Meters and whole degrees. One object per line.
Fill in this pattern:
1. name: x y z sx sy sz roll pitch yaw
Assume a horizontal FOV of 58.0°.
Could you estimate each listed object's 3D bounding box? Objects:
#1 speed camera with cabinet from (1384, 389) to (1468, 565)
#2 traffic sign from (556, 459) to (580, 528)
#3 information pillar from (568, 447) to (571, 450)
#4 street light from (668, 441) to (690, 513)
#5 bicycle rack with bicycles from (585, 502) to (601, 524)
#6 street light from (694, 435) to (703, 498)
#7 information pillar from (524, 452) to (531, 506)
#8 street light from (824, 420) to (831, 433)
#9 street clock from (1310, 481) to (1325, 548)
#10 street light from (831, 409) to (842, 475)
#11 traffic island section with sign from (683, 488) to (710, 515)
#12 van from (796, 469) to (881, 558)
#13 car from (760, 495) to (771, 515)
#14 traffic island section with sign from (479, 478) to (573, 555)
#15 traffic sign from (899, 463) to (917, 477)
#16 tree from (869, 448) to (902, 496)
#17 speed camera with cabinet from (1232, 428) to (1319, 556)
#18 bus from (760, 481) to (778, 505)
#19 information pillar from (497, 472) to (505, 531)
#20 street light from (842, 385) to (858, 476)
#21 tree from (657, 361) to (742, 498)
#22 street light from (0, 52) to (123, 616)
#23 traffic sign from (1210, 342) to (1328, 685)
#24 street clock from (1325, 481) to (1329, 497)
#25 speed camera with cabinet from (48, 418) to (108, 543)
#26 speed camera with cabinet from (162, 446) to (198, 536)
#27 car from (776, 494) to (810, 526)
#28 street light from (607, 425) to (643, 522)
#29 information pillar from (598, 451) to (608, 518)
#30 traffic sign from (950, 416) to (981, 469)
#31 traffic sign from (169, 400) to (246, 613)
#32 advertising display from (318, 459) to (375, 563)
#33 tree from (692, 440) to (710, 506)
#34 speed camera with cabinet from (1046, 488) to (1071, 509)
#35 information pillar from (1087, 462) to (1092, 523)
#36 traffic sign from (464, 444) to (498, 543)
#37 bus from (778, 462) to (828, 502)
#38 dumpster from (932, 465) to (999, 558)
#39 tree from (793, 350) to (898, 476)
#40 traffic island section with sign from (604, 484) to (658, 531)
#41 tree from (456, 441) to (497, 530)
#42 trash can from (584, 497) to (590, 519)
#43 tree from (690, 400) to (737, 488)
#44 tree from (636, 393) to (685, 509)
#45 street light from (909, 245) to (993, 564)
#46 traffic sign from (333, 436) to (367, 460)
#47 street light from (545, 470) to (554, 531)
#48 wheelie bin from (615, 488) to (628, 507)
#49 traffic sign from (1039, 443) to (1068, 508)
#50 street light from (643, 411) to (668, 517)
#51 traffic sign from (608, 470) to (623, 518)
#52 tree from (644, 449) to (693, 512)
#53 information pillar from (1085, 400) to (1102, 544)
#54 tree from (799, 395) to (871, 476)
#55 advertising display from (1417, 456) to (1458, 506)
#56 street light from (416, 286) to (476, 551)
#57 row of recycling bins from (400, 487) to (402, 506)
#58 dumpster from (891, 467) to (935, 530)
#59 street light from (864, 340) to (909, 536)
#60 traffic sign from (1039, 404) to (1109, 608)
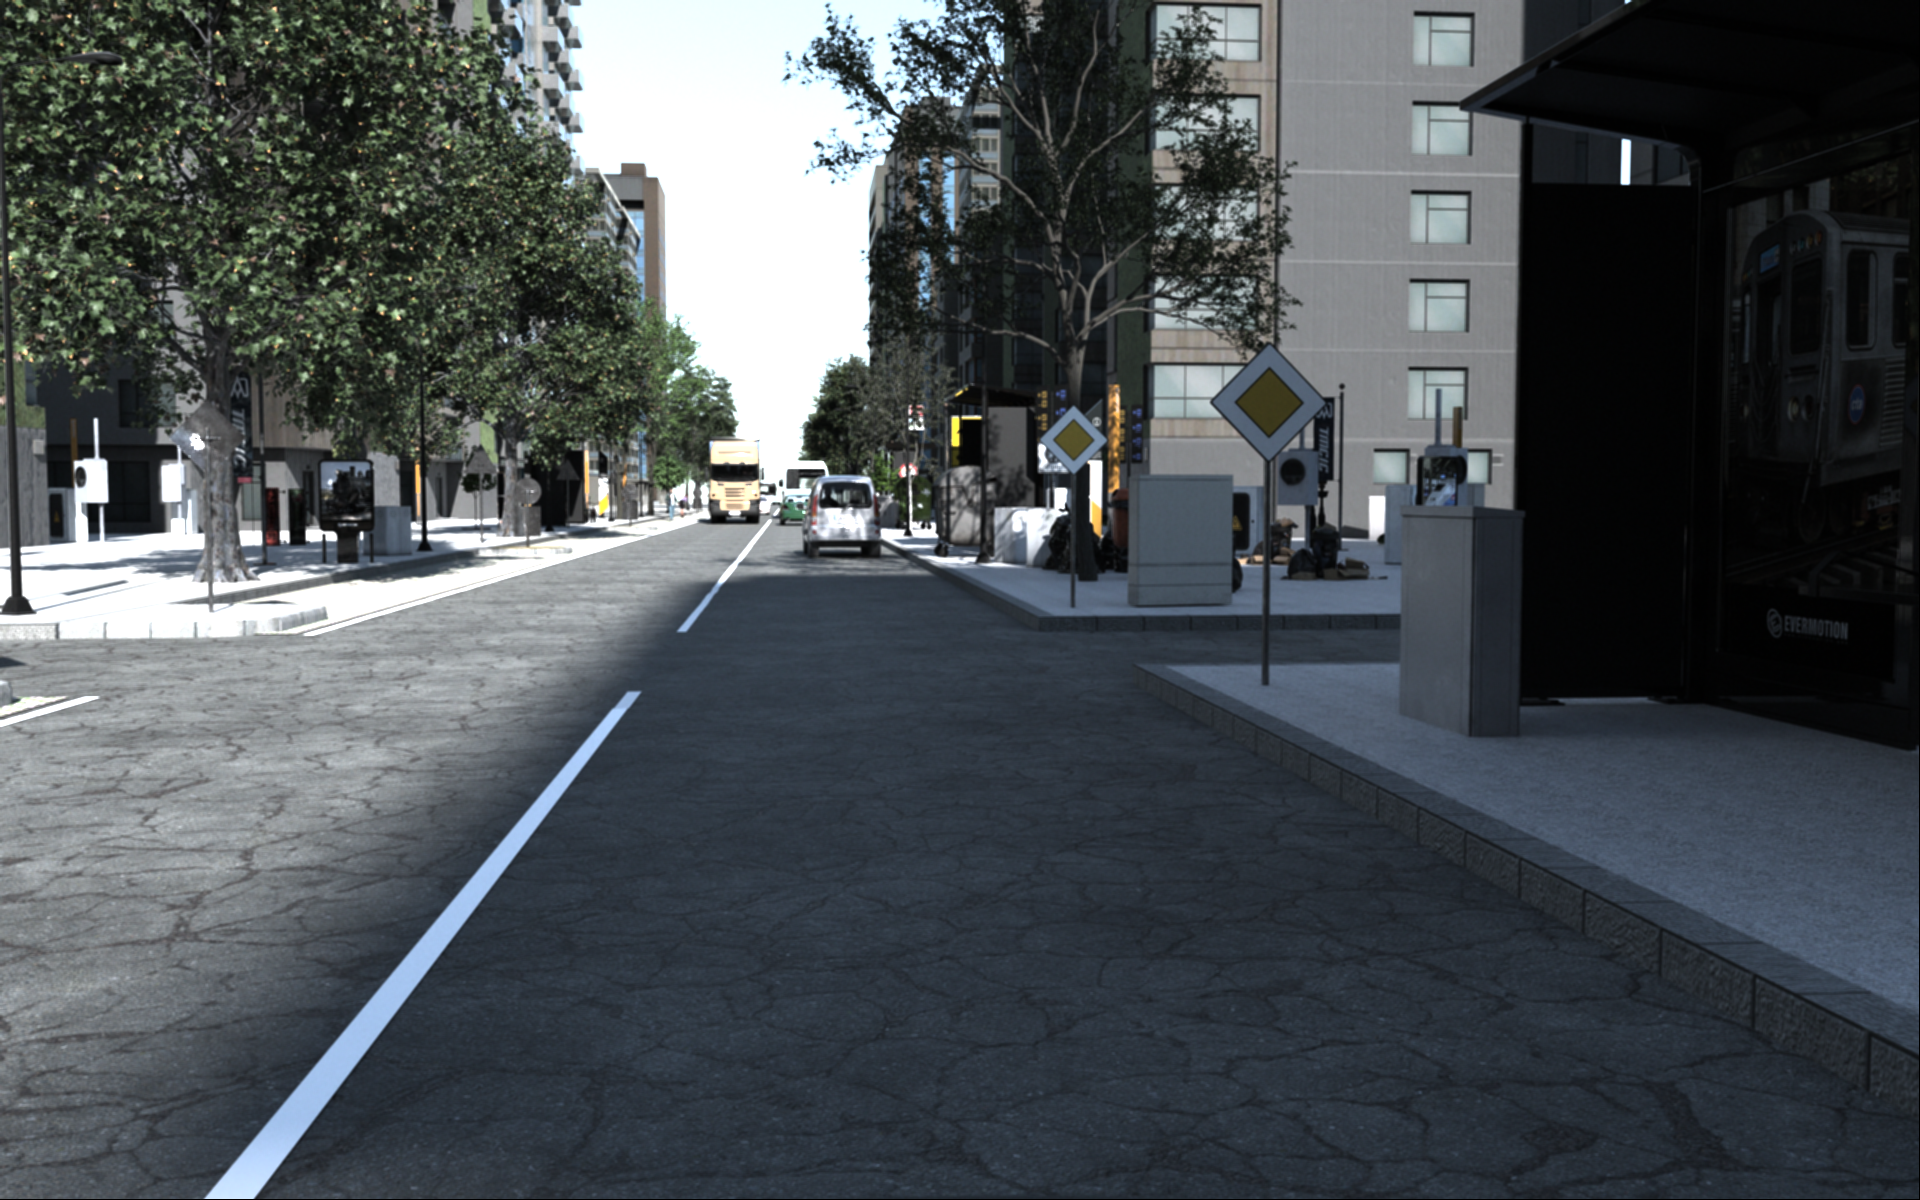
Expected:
1. speed camera with cabinet: 8.635 -2.304 32.000 0.660 3.252 2.038 3 5 45
2. traffic sign: -14.680 -3.966 64.843 0.884 2.594 0.081 0 4 1
3. information pillar: -18.681 -5.559 82.252 0.504 3.616 0.183 -1 4 -17
4. street light: -19.035 -8.774 116.000 1.470 5.913 1.316 0 4 -6
5. bicycle rack with bicycles: -17.035 -3.860 76.499 2.852 0.926 2.925 0 4 3
6. street light: -20.988 -10.061 137.036 1.470 5.913 1.316 0 4 -6
7. information pillar: -23.205 -6.223 93.095 0.504 3.616 0.183 1 4 21
8. street light: -7.617 -8.298 108.208 1.470 5.913 1.316 0 4 -6
9. street clock: 8.361 -2.232 41.057 0.358 2.002 0.471 0 4 4
10. street light: -6.122 -7.445 94.261 1.470 5.913 1.316 0 4 -6
11. traffic island section with sign: -17.731 -6.654 117.423 1.989 1.847 2.006 0 4 -6
12. van: -2.795 -2.046 40.471 2.013 2.044 4.112 0 4 -7
13. car: -14.213 -6.644 120.995 2.083 1.381 4.827 0 4 -6
14. traffic island section with sign: -10.311 -1.997 41.279 1.989 1.847 2.006 0 4 -6
15. traffic sign: -2.098 -4.304 70.474 0.768 2.556 0.104 0 4 4
16. tree: -3.173 -4.546 68.928 1.663 3.219 1.824 0 3 0
17. speed camera with cabinet: 6.300 -2.524 35.601 2.038 3.252 0.660 2 4 34
18. bus: -26.521 -14.898 238.435 2.948 3.499 13.247 0 4 -5
19. information pillar: -15.410 -3.300 58.441 0.304 2.012 0.304 1 4 14
20. street light: -4.170 -6.190 73.743 1.470 5.913 1.316 0 4 -6
21. tree: -25.415 -15.961 167.612 9.857 13.997 8.962 0 3 0
22. street light: -9.498 -2.799 18.307 1.470 5.913 1.316 0 4 -6
23. traffic sign: 2.048 -0.485 11.567 0.795 2.450 0.064 0 4 -6
24. street clock: 9.377 -2.467 44.899 0.358 2.002 0.471 0 4 5
25. speed camera with cabinet: -23.218 -3.132 45.540 2.038 3.252 0.660 2 4 35
26. speed camera with cabinet: -24.441 -3.663 54.229 0.660 3.252 2.038 -1 4 -11
27. car: -7.463 -4.198 80.441 2.131 1.459 4.920 0 4 -6
28. street light: -15.610 -6.578 80.085 1.470 5.913 1.316 0 4 -6
29. information pillar: -18.853 -6.124 91.482 0.504 3.616 0.183 -2 4 -35
30. traffic sign: 0.879 -3.122 44.920 2.265 3.308 0.079 0 4 3
31. traffic sign: -8.079 -0.917 18.627 0.795 2.450 0.064 0 4 -6
32. advertising display: -11.403 -1.652 32.219 0.974 1.923 0.123 -1 4 -8
33. tree: -26.762 -14.271 183.698 4.360 8.622 3.978 0 3 0
34. speed camera with cabinet: 2.498 -3.322 48.657 2.038 3.252 0.660 -1 4 -22
35. information pillar: 2.852 -2.158 39.771 0.304 2.012 0.304 0 4 -5
36. traffic sign: -12.465 -2.757 45.079 0.884 2.594 0.081 0 4 4
37. bus: -9.479 -6.734 104.962 2.948 3.499 13.247 0 4 -6
38. dumpster: 0.120 -1.823 35.569 1.264 1.857 1.865 0 4 -5
39. tree: -8.793 -13.535 138.308 9.611 12.733 9.660 0 3 0
40. traffic island section with sign: -12.925 -3.638 68.108 1.989 1.847 2.006 0 4 -6
41. tree: -17.589 -4.155 62.532 1.663 3.219 1.824 0 3 0
42. trash can: -18.446 -4.473 84.794 0.748 1.137 0.748 0 3 0
43. tree: -29.717 -17.690 207.351 7.486 12.596 7.792 0 3 0
44. tree: -23.773 -13.184 149.970 8.767 10.594 7.601 -1 4 -19
45. street light: -0.106 -3.623 31.781 1.470 5.913 1.316 0 4 -6
46. traffic sign: -13.360 -2.314 37.941 0.768 2.556 0.104 0 4 2
47. street light: -13.574 -5.313 59.413 1.470 5.913 1.316 0 4 -6
48. wheelie bin: -18.034 -5.194 92.824 0.980 1.594 0.693 0 4 8
49. traffic sign: 1.846 -1.964 34.236 0.606 2.300 0.079 0 4 1
50. street light: -17.014 -7.505 95.251 1.470 5.913 1.316 0 4 -6
51. traffic sign: -18.362 -5.628 92.017 0.884 2.594 0.081 0 4 2
52. tree: -21.307 -8.720 126.278 4.285 4.588 4.351 0 3 0
53. information pillar: 3.303 -3.155 42.944 0.504 3.616 0.183 -1 4 -19
54. tree: -11.447 -15.090 164.848 7.486 12.596 7.792 0 3 0
55. advertising display: 8.132 -1.487 29.529 0.974 1.923 0.123 -3 4 -38
56. street light: -11.500 -4.054 38.821 1.470 5.913 1.316 0 4 -6
57. row of recycling bins: -24.797 -4.174 75.355 1.069 1.692 3.534 -1 4 -15
58. dumpster: -1.709 -3.702 63.025 1.502 2.255 1.985 0 4 -5
59. street light: -2.113 -4.878 52.294 1.470 5.913 1.316 0 4 -6
60. traffic sign: 1.273 -0.971 19.515 0.795 2.450 0.064 0 4 -6
